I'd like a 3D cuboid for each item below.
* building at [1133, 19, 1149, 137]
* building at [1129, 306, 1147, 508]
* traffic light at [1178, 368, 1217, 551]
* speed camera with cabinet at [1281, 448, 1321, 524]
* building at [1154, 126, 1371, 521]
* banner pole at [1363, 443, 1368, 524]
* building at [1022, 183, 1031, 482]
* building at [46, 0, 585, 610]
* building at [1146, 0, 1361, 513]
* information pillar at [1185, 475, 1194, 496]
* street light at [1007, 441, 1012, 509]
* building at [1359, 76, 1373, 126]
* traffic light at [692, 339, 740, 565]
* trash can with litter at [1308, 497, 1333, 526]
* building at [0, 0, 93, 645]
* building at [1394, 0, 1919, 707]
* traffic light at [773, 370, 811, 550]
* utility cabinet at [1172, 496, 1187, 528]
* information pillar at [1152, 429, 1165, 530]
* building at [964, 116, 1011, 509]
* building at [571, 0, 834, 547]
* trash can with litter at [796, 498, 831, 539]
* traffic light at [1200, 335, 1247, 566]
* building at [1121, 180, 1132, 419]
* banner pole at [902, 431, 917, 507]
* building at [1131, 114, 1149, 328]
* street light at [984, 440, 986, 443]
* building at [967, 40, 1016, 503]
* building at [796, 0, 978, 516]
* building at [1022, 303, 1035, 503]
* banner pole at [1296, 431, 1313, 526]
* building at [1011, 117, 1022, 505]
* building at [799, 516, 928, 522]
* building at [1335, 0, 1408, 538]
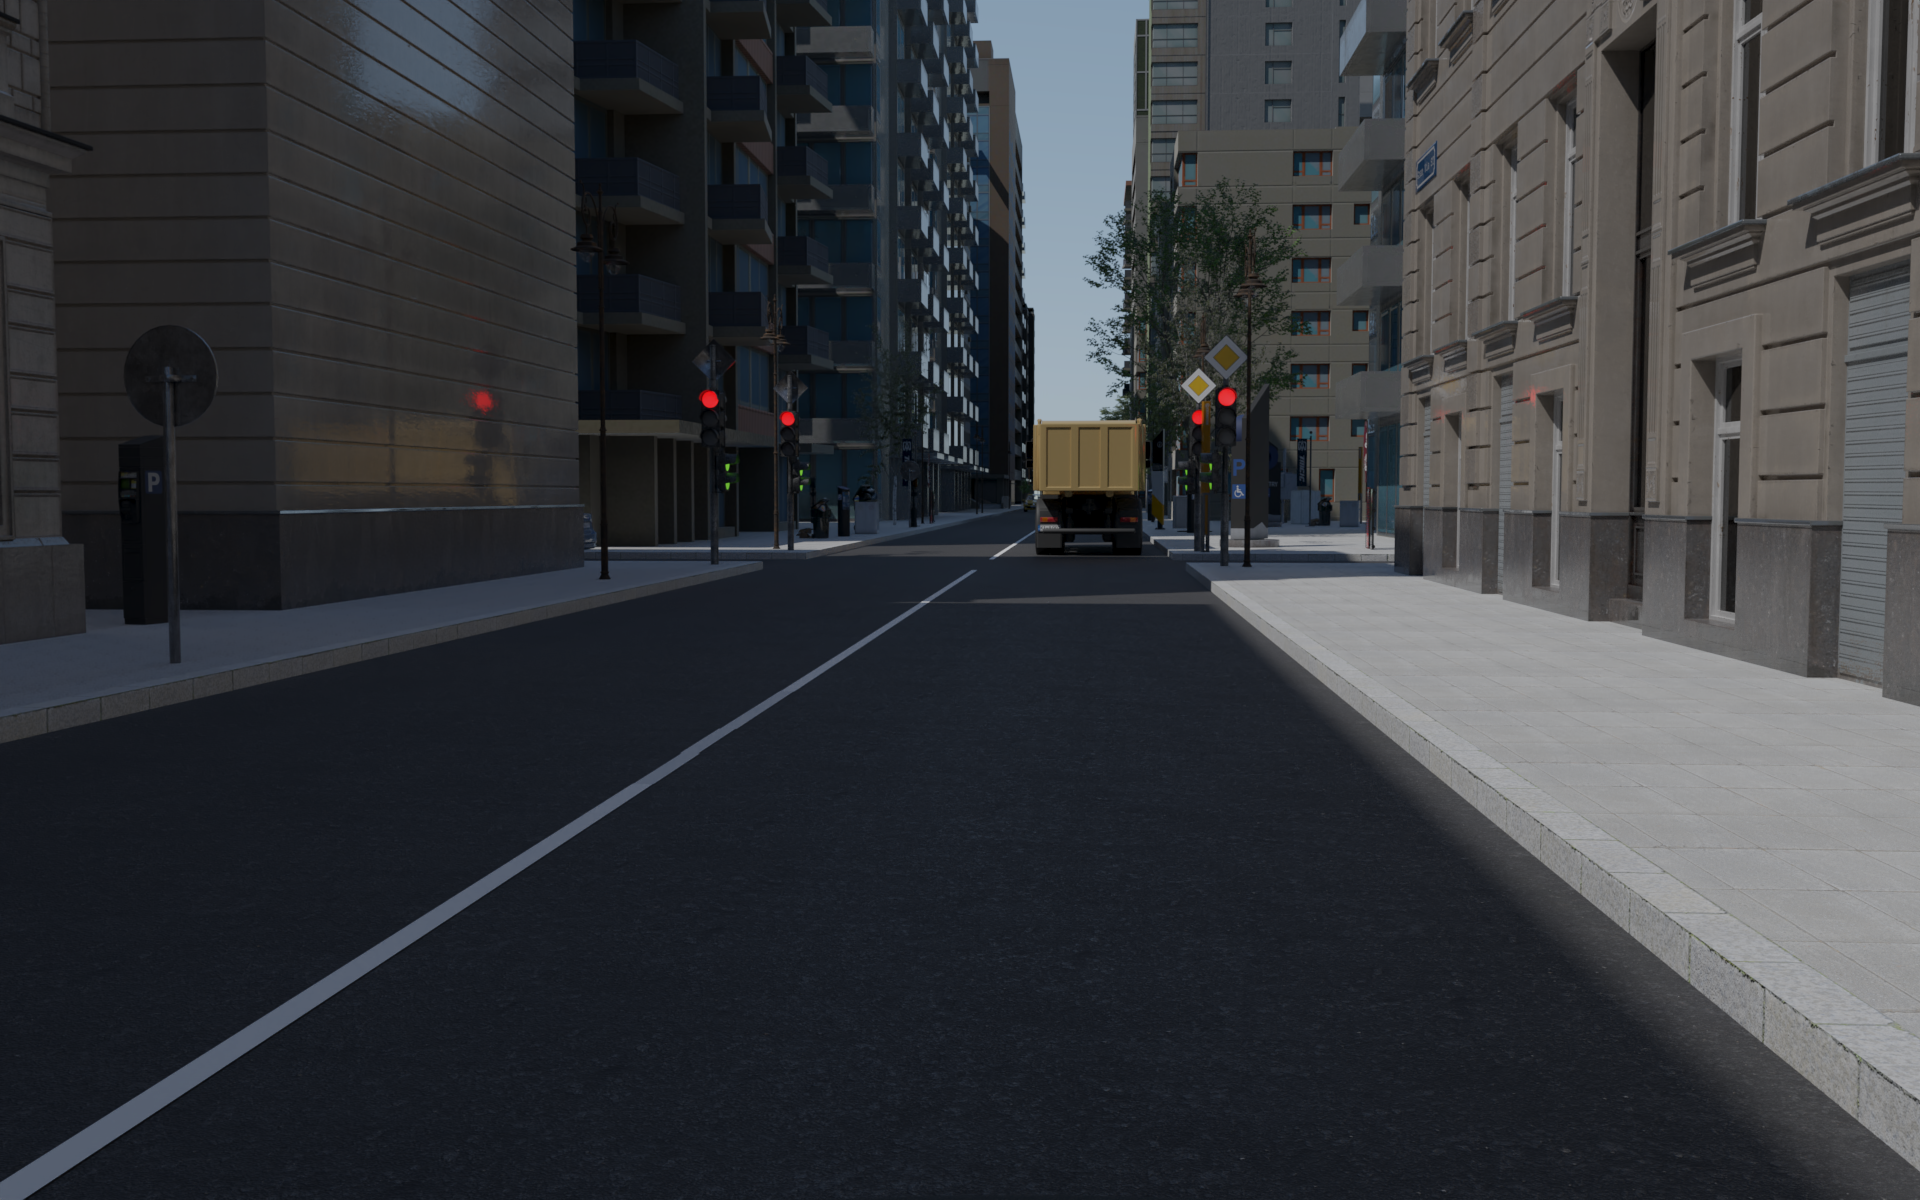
[{"bbox_3d":[34.149,-50.282,260.366,20.563,71.187,20.611,0,4,4],"label":"building"},{"bbox_3d":[31.095,-20.046,172.783,27.650,21.520,28.899,0,4,4],"label":"building"},{"bbox_3d":[5.296,-3.044,38.694,0.839,4.253,0.868,0,4,4],"label":"traffic light"},{"bbox_3d":[15.557,-5.231,79.856,2.038,3.252,0.660,0,4,-5],"label":"speed camera with cabinet"},{"bbox_3d":[25.248,-15.356,96.102,27.650,21.520,28.899,0,4,4],"label":"building"},{"bbox_3d":[17.398,-5.131,73.914,0.401,3.779,0.863,0,4,5],"label":"banner pole"},{"bbox_3d":[-2.486,-37.690,235.835,23.786,49.044,30.456,0,4,4],"label":"building"},{"bbox_3d":[-19.119,-13.925,24.941,25.104,27.353,12.463,0,4,4],"label":"building"},{"bbox_3d":[20.351,-26.881,123.098,14.154,41.232,14.086,0,4,4],"label":"building"},{"bbox_3d":[8.790,-3.765,66.055,0.304,2.012,0.304,-2,4,-23],"label":"information pillar"},{"bbox_3d":[4.307,-10.908,151.129,0.468,5.910,1.993,0,4,4],"label":"street light"},{"bbox_3d":[29.682,-33.895,143.430,28.713,52.752,27.495,0,4,4],"label":"building"},{"bbox_3d":[-4.448,-2.599,31.410,0.839,4.253,0.868,0,4,4],"label":"traffic light"},{"bbox_3d":[14.499,-3.574,69.827,0.624,1.170,1.055,-3,4,-38],"label":"trash can with litter"},{"bbox_3d":[-13.451,-8.692,6.738,10.561,19.102,19.286,0,4,4],"label":"building"},{"bbox_3d":[11.876,-13.336,15.310,12.463,27.353,25.104,0,4,4],"label":"building"},{"bbox_3d":[-3.840,-3.086,39.372,0.839,4.253,0.868,0,4,4],"label":"traffic light"},{"bbox_3d":[8.490,-3.292,64.980,1.020,1.237,0.306,-1,4,-22],"label":"utility cabinet"},{"bbox_3d":[7.170,-4.355,62.557,0.504,3.616,0.183,3,5,40],"label":"information pillar"},{"bbox_3d":[-11.757,-28.499,157.838,32.217,40.220,23.993,0,4,4],"label":"building"},{"bbox_3d":[-16.092,-24.440,54.215,22.147,44.769,28.867,0,4,4],"label":"building"},{"bbox_3d":[-4.251,-2.367,50.092,1.055,1.170,0.624,2,4,25],"label":"trash can with litter"},{"bbox_3d":[4.688,-2.557,30.732,0.839,4.253,0.868,0,4,4],"label":"traffic light"},{"bbox_3d":[33.268,-35.587,236.475,22.147,44.769,28.867,0,4,4],"label":"building"},{"bbox_3d":[-1.964,-4.816,68.761,0.863,3.779,0.401,2,4,29],"label":"banner pole"},{"bbox_3d":[31.778,-35.933,211.214,21.300,48.544,21.600,0,4,4],"label":"building"},{"bbox_3d":[1.493,-8.759,115.990,0.468,5.910,1.993,0,4,4],"label":"street light"},{"bbox_3d":[-1.599,-32.166,176.026,14.600,45.320,14.200,0,4,4],"label":"building"},{"bbox_3d":[-10.228,-31.229,130.200,23.786,49.044,30.456,0,4,4],"label":"building"},{"bbox_3d":[3.913,-29.780,258.596,14.160,30.474,14.107,0,4,4],"label":"building"},{"bbox_3d":[13.664,-4.801,68.519,0.863,3.779,0.401,-1,4,-21],"label":"banner pole"},{"bbox_3d":[-3.543,-35.852,209.876,21.300,48.544,21.600,0,4,4],"label":"building"},{"bbox_3d":[-12.326,-28.862,91.498,23.786,49.044,30.456,0,4,4],"label":"building"},{"bbox_3d":[26.749,-26.370,50.765,30.456,49.044,23.786,0,4,4],"label":"building"}]
